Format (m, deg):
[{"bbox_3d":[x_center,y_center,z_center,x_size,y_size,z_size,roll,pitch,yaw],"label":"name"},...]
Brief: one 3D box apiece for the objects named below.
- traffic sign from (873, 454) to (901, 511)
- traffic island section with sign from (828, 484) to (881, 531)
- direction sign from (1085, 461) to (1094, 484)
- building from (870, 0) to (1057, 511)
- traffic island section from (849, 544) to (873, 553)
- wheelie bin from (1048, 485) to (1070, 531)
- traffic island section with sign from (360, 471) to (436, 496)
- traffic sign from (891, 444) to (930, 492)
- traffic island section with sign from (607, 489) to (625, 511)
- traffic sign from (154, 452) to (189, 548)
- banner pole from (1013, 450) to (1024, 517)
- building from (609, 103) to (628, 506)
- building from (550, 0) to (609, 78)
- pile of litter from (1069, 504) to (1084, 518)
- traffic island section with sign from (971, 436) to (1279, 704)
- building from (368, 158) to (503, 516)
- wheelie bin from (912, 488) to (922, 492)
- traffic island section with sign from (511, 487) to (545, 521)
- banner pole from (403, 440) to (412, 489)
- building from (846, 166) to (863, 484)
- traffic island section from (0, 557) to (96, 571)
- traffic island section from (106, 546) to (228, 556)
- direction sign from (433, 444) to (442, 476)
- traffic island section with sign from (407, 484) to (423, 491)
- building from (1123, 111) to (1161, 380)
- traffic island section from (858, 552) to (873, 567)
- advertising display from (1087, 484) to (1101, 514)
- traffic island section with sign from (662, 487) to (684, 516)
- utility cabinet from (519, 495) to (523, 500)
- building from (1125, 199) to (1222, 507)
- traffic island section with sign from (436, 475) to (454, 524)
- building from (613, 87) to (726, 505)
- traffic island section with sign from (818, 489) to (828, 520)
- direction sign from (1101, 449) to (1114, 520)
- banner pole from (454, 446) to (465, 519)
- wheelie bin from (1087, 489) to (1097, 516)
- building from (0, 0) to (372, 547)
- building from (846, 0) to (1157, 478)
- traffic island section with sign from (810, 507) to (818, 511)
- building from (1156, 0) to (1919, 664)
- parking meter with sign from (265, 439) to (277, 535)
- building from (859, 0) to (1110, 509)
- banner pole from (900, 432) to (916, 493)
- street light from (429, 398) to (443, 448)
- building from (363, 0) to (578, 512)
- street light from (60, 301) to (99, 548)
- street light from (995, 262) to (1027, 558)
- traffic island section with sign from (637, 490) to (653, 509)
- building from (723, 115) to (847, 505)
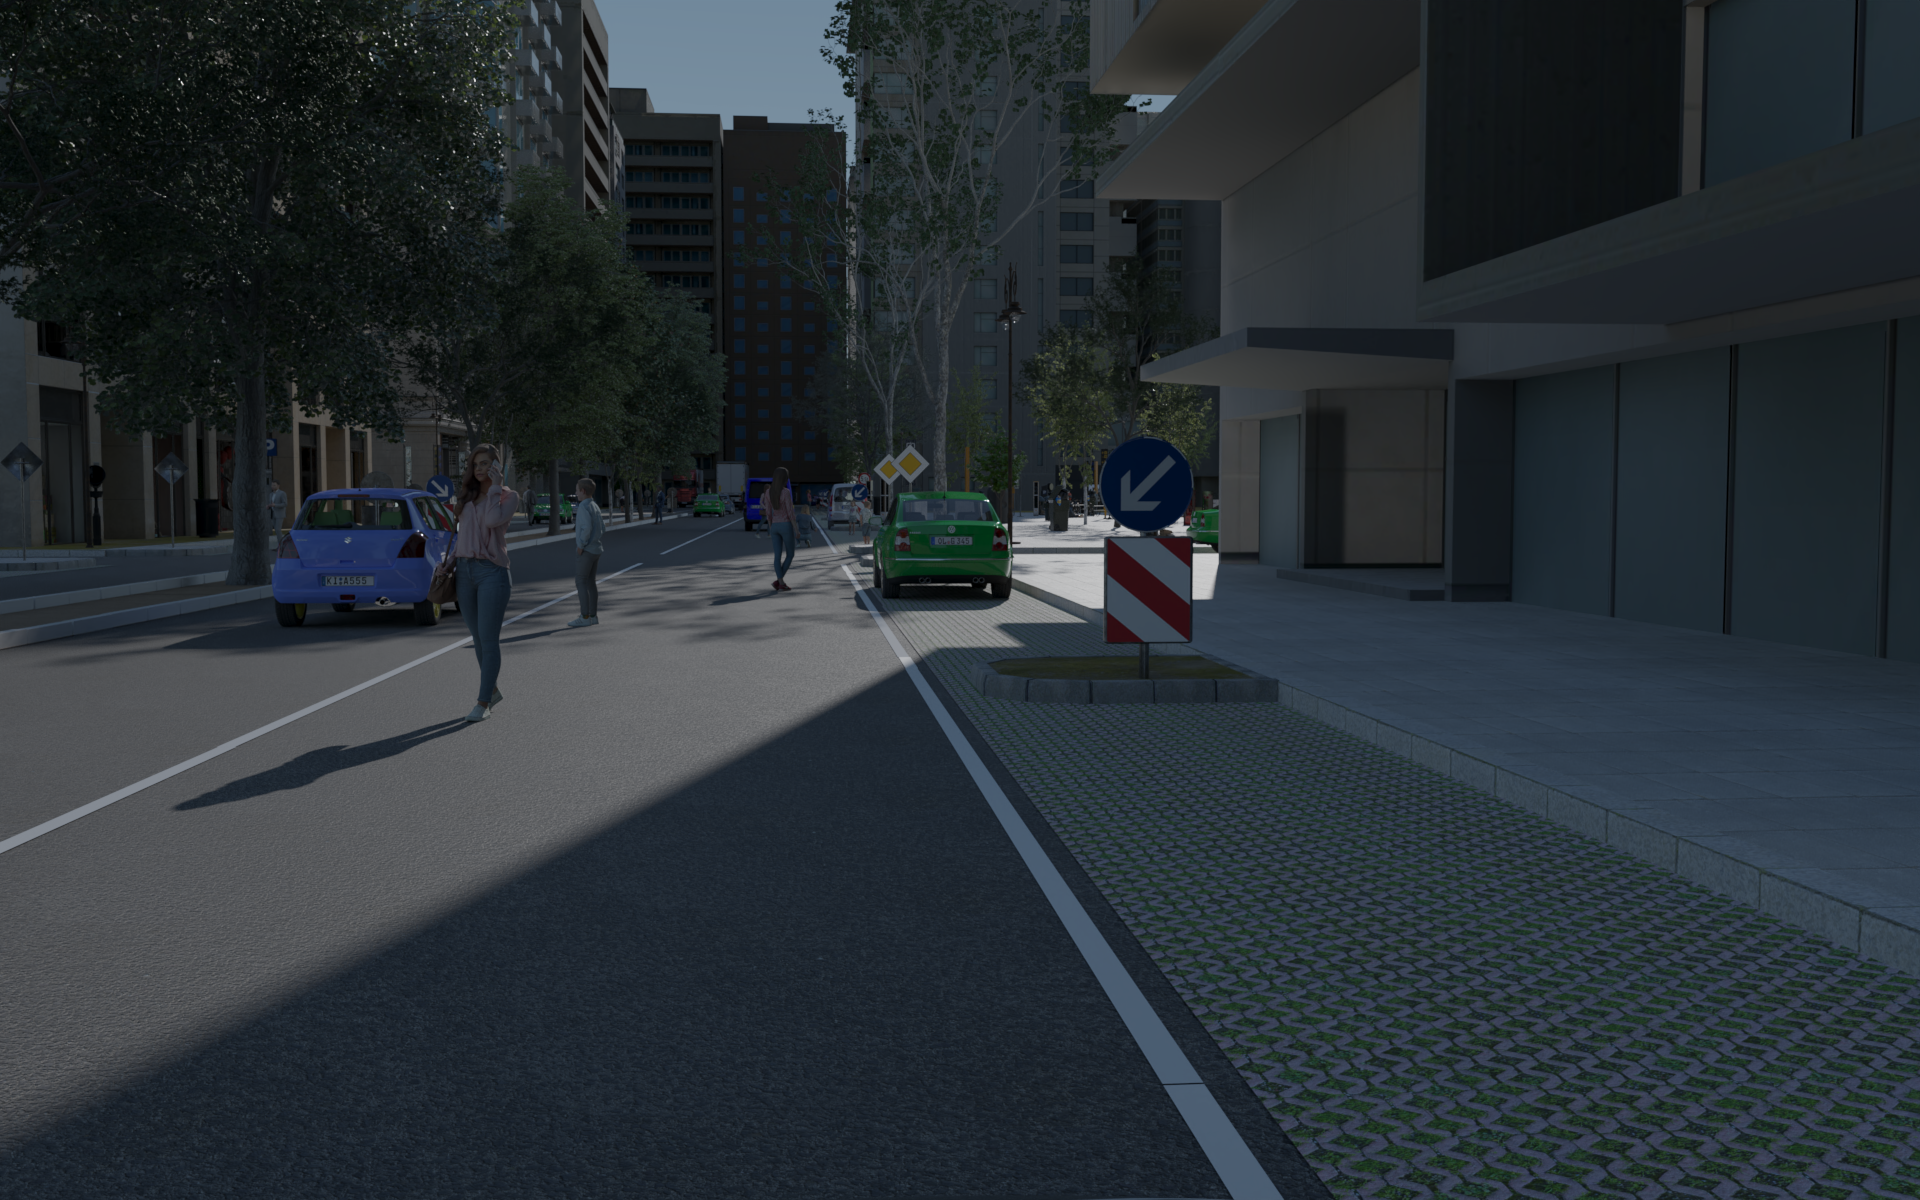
[{"bbox_3d":[-1.752,-2.397,42.840,0.795,2.450,0.064,0,4,-5],"label":"traffic sign"},{"bbox_3d":[-4.034,-3.595,67.411,1.989,1.847,2.006,0,4,-5],"label":"traffic island section with sign"},{"bbox_3d":[8.787,-7.682,117.597,0.379,3.537,0.876,-3,4,-38],"label":"direction sign"},{"bbox_3d":[-0.131,-27.762,137.505,14.154,41.232,14.086,0,4,-5],"label":"building"},{"bbox_3d":[-1.729,-1.262,42.919,2.009,0.180,2.903,0,4,-5],"label":"traffic island section"},{"bbox_3d":[3.451,-3.194,60.125,0.693,1.594,0.980,-1,4,-14],"label":"wheelie bin"},{"bbox_3d":[-11.653,-1.595,34.208,2.006,1.907,1.989,0,4,-5],"label":"traffic island section with sign"},{"bbox_3d":[-1.003,-1.911,34.890,0.795,2.450,0.064,0,4,-5],"label":"traffic sign"},{"bbox_3d":[-28.023,-8.198,142.665,1.989,1.847,2.006,0,4,-5],"label":"traffic island section with sign"},{"bbox_3d":[-18.773,-2.301,41.264,0.795,2.450,0.064,0,4,-5],"label":"traffic sign"},{"bbox_3d":[3.267,-6.576,97.529,0.401,3.779,0.863,3,4,38],"label":"banner pole"},{"bbox_3d":[-42.532,-30.518,182.561,14.086,41.232,14.154,0,4,-5],"label":"building"},{"bbox_3d":[-43.210,-32.507,155.196,21.300,48.544,21.600,0,4,-5],"label":"building"},{"bbox_3d":[6.135,-4.878,93.724,1.176,0.858,1.719,0,4,-1],"label":"pile of litter"},{"bbox_3d":[1.111,-0.249,12.704,1.989,1.847,2.006,0,4,-5],"label":"traffic island section with sign"},{"bbox_3d":[-32.898,-14.914,94.752,10.553,20.767,40.483,0,4,-5],"label":"building"},{"bbox_3d":[-2.282,-5.043,90.359,0.693,1.594,0.980,-3,5,-42],"label":"wheelie bin"},{"bbox_3d":[-23.325,-5.153,92.882,1.989,1.847,2.006,0,4,-5],"label":"traffic island section with sign"},{"bbox_3d":[-25.544,-5.505,80.028,0.863,3.779,0.401,3,5,43],"label":"banner pole"},{"bbox_3d":[-6.512,-32.162,209.446,14.086,41.232,14.154,0,4,-5],"label":"building"},{"bbox_3d":[-18.047,-0.678,33.373,2.009,0.180,2.903,0,4,-5],"label":"traffic island section"},{"bbox_3d":[-18.796,-1.165,41.323,2.009,0.180,2.903,0,4,-5],"label":"traffic island section"},{"bbox_3d":[-23.955,-5.350,79.466,0.379,3.537,0.876,0,4,5],"label":"direction sign"},{"bbox_3d":[-20.781,-3.500,65.849,1.989,1.847,2.006,0,4,-5],"label":"traffic island section with sign"},{"bbox_3d":[29.353,-36.559,217.343,30.456,49.044,23.786,0,4,-5],"label":"building"},{"bbox_3d":[-0.980,-0.776,34.969,2.009,0.180,2.903,0,4,-5],"label":"traffic island section"},{"bbox_3d":[8.548,-6.444,110.574,0.974,1.923,0.123,-2,4,-32],"label":"advertising display"},{"bbox_3d":[-19.393,-6.621,116.391,2.006,1.907,1.989,0,4,-5],"label":"traffic island section with sign"},{"bbox_3d":[-28.702,-6.439,113.950,0.318,1.500,1.173,0,4,-2],"label":"utility cabinet"},{"bbox_3d":[29.798,-29.840,179.766,23.993,40.220,32.217,0,4,-5],"label":"building"},{"bbox_3d":[-12.338,-2.046,41.584,2.006,1.907,1.989,0,4,-5],"label":"traffic island section with sign"},{"bbox_3d":[-39.088,-35.884,210.399,21.600,48.544,21.300,0,4,-5],"label":"building"},{"bbox_3d":[-6.567,-5.237,94.247,1.989,1.847,2.006,0,4,-5],"label":"traffic island section with sign"},{"bbox_3d":[7.499,-5.797,86.781,0.876,3.537,0.379,1,4,12],"label":"direction sign"},{"bbox_3d":[-26.119,-6.145,90.492,0.863,3.779,0.401,2,4,30],"label":"banner pole"},{"bbox_3d":[7.724,-5.770,102.254,0.693,1.594,0.980,0,4,8],"label":"wheelie bin"},{"bbox_3d":[-33.617,-15.449,57.101,19.350,26.468,34.151,0,4,-5],"label":"building"},{"bbox_3d":[3.041,-36.111,179.657,28.713,52.752,27.495,0,4,-5],"label":"building"},{"bbox_3d":[-13.865,-9.980,171.806,1.989,1.847,2.006,0,4,-5],"label":"traffic island section with sign"},{"bbox_3d":[16.936,-26.297,19.202,28.713,52.752,27.495,0,4,-5],"label":"building"},{"bbox_3d":[-21.637,-3.508,53.610,0.543,3.016,1.738,0,4,-6],"label":"parking meter with sign"},{"bbox_3d":[1.446,-43.799,154.362,20.563,71.187,20.611,0,4,-5],"label":"building"},{"bbox_3d":[-2.128,-4.874,69.699,0.863,3.779,0.401,-1,4,-20],"label":"banner pole"},{"bbox_3d":[-24.538,-6.637,81.307,0.468,5.910,1.993,0,4,-5],"label":"street light"},{"bbox_3d":[-41.924,-31.168,129.198,23.786,49.044,30.456,0,4,-5],"label":"building"},{"bbox_3d":[-20.816,-4.187,41.244,0.468,5.910,1.993,0,4,-5],"label":"street light"},{"bbox_3d":[1.006,-3.785,34.677,0.468,5.910,1.993,0,4,-5],"label":"street light"},{"bbox_3d":[-30.544,-9.839,169.503,1.989,1.847,2.006,0,4,-5],"label":"traffic island section with sign"},{"bbox_3d":[-20.938,-34.163,208.676,14.200,45.320,14.600,0,4,-5],"label":"building"}]
